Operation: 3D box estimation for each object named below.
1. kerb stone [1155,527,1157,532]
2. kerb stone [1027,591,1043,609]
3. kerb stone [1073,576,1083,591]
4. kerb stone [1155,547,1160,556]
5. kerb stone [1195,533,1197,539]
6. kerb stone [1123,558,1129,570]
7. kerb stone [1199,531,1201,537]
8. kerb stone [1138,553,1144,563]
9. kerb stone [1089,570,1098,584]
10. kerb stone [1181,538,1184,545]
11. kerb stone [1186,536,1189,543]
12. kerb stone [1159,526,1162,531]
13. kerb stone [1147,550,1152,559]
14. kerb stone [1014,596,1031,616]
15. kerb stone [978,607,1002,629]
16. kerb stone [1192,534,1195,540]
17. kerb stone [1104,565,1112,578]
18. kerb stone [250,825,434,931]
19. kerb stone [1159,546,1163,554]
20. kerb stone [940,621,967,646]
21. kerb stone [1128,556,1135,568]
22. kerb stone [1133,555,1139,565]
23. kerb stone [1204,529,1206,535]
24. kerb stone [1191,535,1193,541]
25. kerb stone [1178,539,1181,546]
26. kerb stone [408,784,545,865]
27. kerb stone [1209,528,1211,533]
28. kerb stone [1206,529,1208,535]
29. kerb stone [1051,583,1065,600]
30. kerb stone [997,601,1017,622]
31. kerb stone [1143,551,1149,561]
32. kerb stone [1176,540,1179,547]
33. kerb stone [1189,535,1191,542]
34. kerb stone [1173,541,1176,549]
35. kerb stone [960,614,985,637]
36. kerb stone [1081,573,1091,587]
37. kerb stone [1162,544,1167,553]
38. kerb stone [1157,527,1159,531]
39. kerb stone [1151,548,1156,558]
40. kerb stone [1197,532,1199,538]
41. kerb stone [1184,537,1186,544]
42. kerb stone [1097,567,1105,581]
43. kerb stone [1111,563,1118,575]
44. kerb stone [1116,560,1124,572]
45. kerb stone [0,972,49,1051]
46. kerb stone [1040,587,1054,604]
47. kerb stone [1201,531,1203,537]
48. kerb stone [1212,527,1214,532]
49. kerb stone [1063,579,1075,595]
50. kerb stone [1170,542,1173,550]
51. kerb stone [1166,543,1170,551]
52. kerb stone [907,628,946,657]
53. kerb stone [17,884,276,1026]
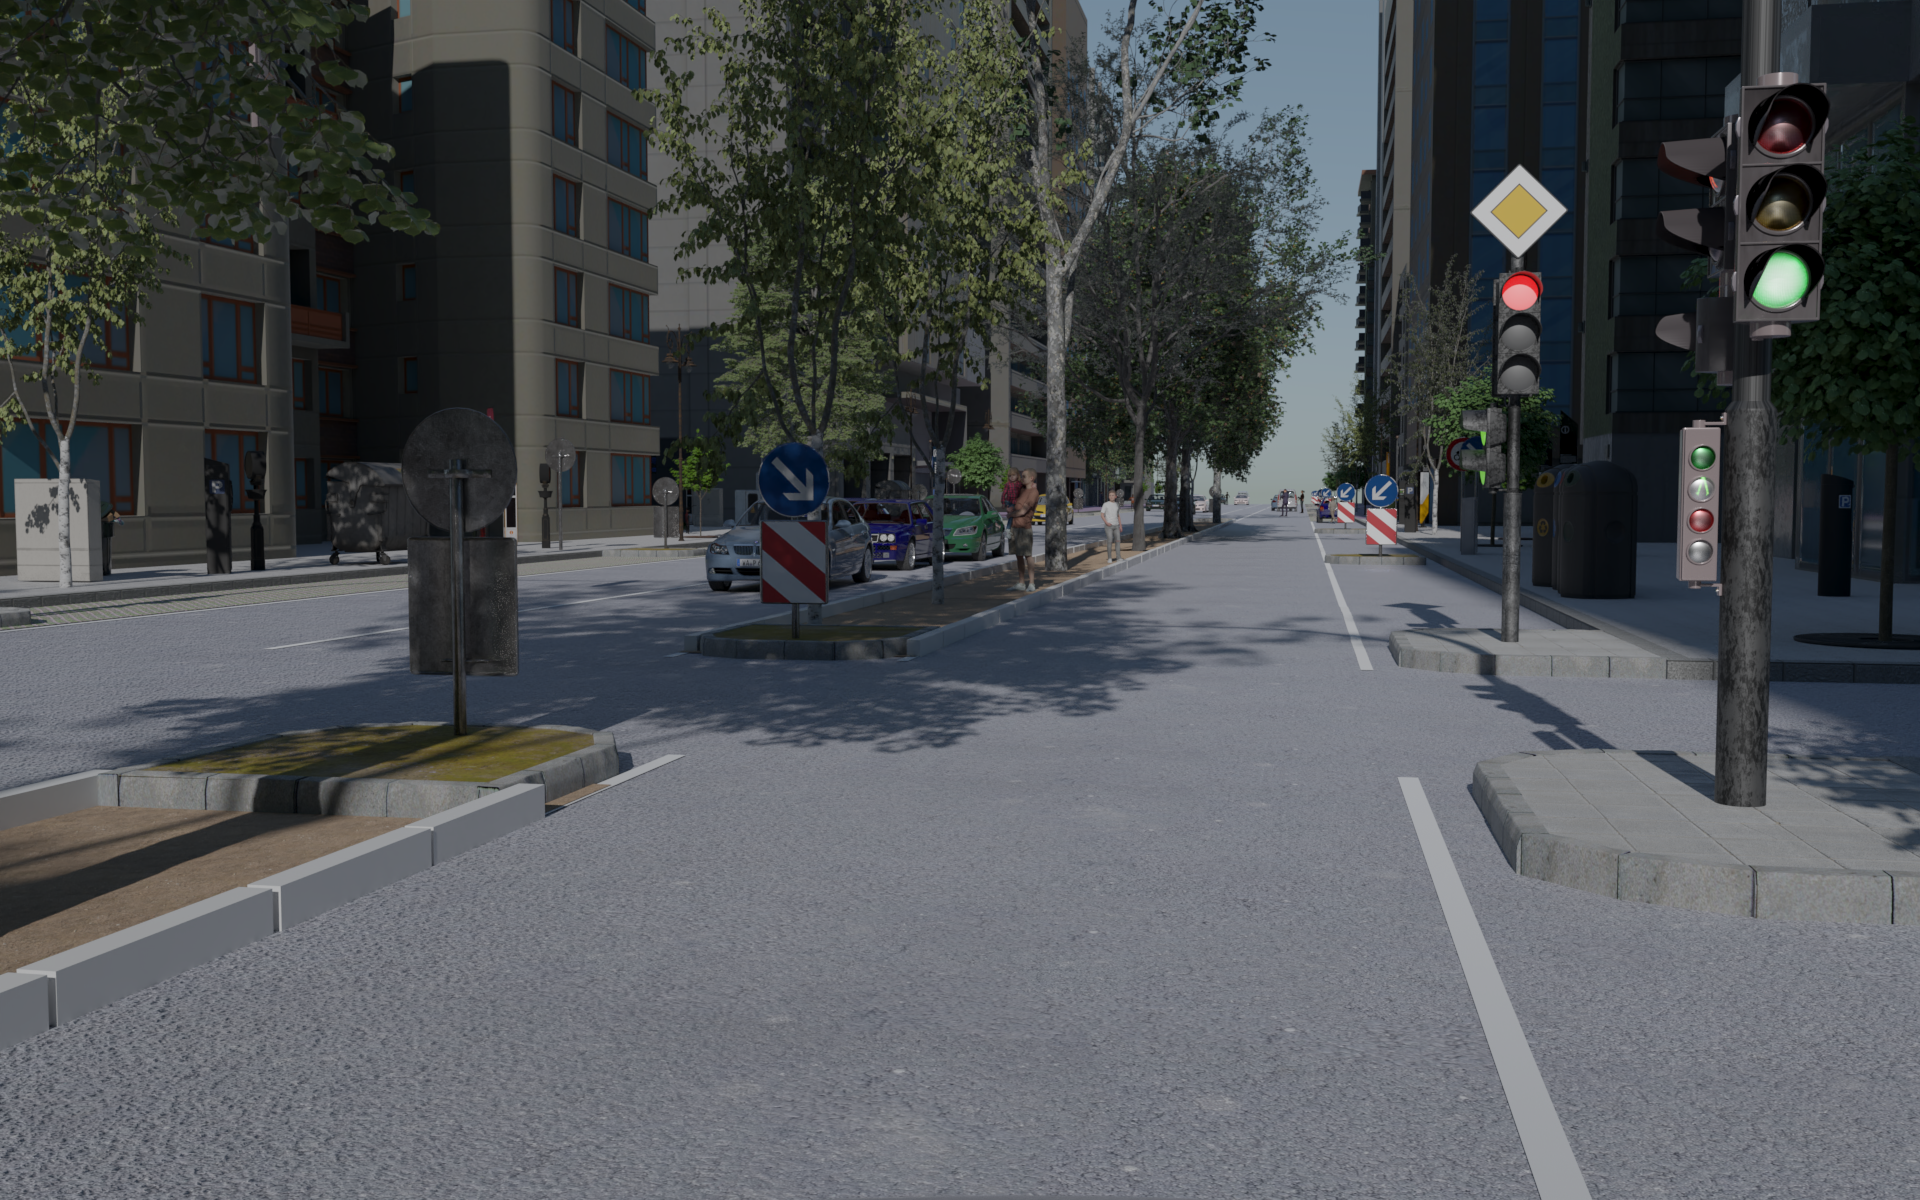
[{"bbox_3d":[7.147,-2.584,64.444,0.120,0.150,1.000,1,4,11],"label":"kerb stone"},{"bbox_3d":[0.873,0.027,21.750,0.120,0.150,1.000,1,4,11],"label":"kerb stone"},{"bbox_3d":[1.668,-0.219,25.774,0.120,0.150,1.000,1,4,11],"label":"kerb stone"},{"bbox_3d":[4.434,-1.080,39.859,0.120,0.150,1.000,1,4,11],"label":"kerb stone"},{"bbox_3d":[7.218,-1.943,53.956,0.120,0.150,1.000,1,4,11],"label":"kerb stone"},{"bbox_3d":[3.055,-0.647,32.818,0.120,0.150,1.000,1,4,11],"label":"kerb stone"},{"bbox_3d":[7.620,-2.066,55.968,0.120,0.150,1.000,1,4,11],"label":"kerb stone"},{"bbox_3d":[3.648,-0.832,35.832,0.120,0.150,1.000,1,4,11],"label":"kerb stone"},{"bbox_3d":[2.058,-0.341,27.790,0.120,0.150,1.000,1,4,11],"label":"kerb stone"},{"bbox_3d":[6.032,-1.574,47.926,0.120,0.150,1.000,1,4,11],"label":"kerb stone"},{"bbox_3d":[6.424,-1.697,49.937,0.120,0.150,1.000,1,4,11],"label":"kerb stone"},{"bbox_3d":[7.538,-2.707,66.451,0.120,0.150,1.000,1,4,11],"label":"kerb stone"},{"bbox_3d":[4.044,-0.957,37.850,0.120,0.150,1.000,1,4,11],"label":"kerb stone"},{"bbox_3d":[0.687,0.089,20.745,0.120,0.150,1.000,1,4,11],"label":"kerb stone"},{"bbox_3d":[0.278,0.212,18.733,0.120,0.150,1.000,1,4,11],"label":"kerb stone"},{"bbox_3d":[7.015,-1.881,52.952,0.120,0.150,1.000,1,4,11],"label":"kerb stone"},{"bbox_3d":[2.457,-0.464,29.798,0.120,0.150,1.000,1,4,11],"label":"kerb stone"},{"bbox_3d":[-2.186,0.981,6.172,0.120,0.150,1.000,1,4,11],"label":"kerb stone"},{"bbox_3d":[4.640,-1.138,40.868,0.120,0.150,1.000,1,4,11],"label":"kerb stone"},{"bbox_3d":[-0.114,0.334,16.727,0.120,0.150,1.000,1,4,11],"label":"kerb stone"},{"bbox_3d":[3.259,-0.708,33.820,0.120,0.150,1.000,1,4,11],"label":"kerb stone"},{"bbox_3d":[3.451,-0.773,34.829,0.120,0.150,1.000,1,4,11],"label":"kerb stone"},{"bbox_3d":[8.206,-2.250,58.978,0.120,0.150,1.000,1,4,11],"label":"kerb stone"},{"bbox_3d":[6.819,-1.817,51.944,0.120,0.150,1.000,1,4,11],"label":"kerb stone"},{"bbox_3d":[5.830,-1.512,46.915,0.120,0.150,1.000,1,4,11],"label":"kerb stone"},{"bbox_3d":[-1.991,0.919,7.176,0.120,0.150,1.000,1,4,11],"label":"kerb stone"},{"bbox_3d":[8.800,-2.435,62.012,0.120,0.150,1.000,1,4,11],"label":"kerb stone"},{"bbox_3d":[8.406,-2.312,59.990,0.120,0.150,1.000,1,4,11],"label":"kerb stone"},{"bbox_3d":[1.273,-0.096,23.762,0.120,0.150,1.000,1,4,11],"label":"kerb stone"},{"bbox_3d":[0.482,0.150,19.743,0.120,0.150,1.000,1,4,11],"label":"kerb stone"},{"bbox_3d":[3.855,-0.896,36.844,0.120,0.150,1.000,1,4,11],"label":"kerb stone"},{"bbox_3d":[5.629,-1.450,45.901,0.120,0.150,1.000,1,4,11],"label":"kerb stone"},{"bbox_3d":[6.622,-1.758,50.941,0.120,0.150,1.000,1,4,11],"label":"kerb stone"},{"bbox_3d":[5.434,-1.389,44.898,0.120,0.150,1.000,1,4,11],"label":"kerb stone"},{"bbox_3d":[0.084,0.276,17.730,0.120,0.150,1.000,1,4,11],"label":"kerb stone"},{"bbox_3d":[1.869,-0.275,26.786,0.120,0.150,1.000,1,4,11],"label":"kerb stone"},{"bbox_3d":[4.842,-1.204,41.877,0.120,0.150,1.000,1,4,11],"label":"kerb stone"},{"bbox_3d":[7.341,-2.645,65.448,0.120,0.150,1.000,1,4,11],"label":"kerb stone"},{"bbox_3d":[4.245,-1.019,38.852,0.120,0.150,1.000,1,4,11],"label":"kerb stone"},{"bbox_3d":[7.417,-2.004,54.960,0.120,0.150,1.000,1,4,11],"label":"kerb stone"},{"bbox_3d":[6.226,-1.632,48.930,0.120,0.150,1.000,1,4,11],"label":"kerb stone"},{"bbox_3d":[2.254,-0.403,28.793,0.120,0.150,1.000,1,4,11],"label":"kerb stone"},{"bbox_3d":[2.655,-0.526,30.801,0.120,0.150,1.000,1,4,11],"label":"kerb stone"},{"bbox_3d":[2.856,-0.588,31.811,0.120,0.150,1.000,1,4,11],"label":"kerb stone"},{"bbox_3d":[-2.590,1.104,4.146,0.120,0.150,1.000,1,4,11],"label":"kerb stone"},{"bbox_3d":[1.073,-0.034,22.752,0.120,0.150,1.000,1,4,11],"label":"kerb stone"},{"bbox_3d":[7.807,-2.126,56.973,0.120,0.150,1.000,1,4,11],"label":"kerb stone"},{"bbox_3d":[9.201,-2.554,64.022,0.120,0.150,1.000,1,4,11],"label":"kerb stone"},{"bbox_3d":[1.481,-0.157,24.769,0.120,0.150,1.000,1,4,11],"label":"kerb stone"},{"bbox_3d":[5.232,-1.324,43.894,0.120,0.150,1.000,1,4,11],"label":"kerb stone"},{"bbox_3d":[5.048,-1.266,42.887,0.120,0.150,1.000,1,4,11],"label":"kerb stone"},{"bbox_3d":[-0.313,0.396,15.724,0.120,0.150,1.000,1,4,11],"label":"kerb stone"},{"bbox_3d":[-2.391,1.042,5.158,0.120,0.150,1.000,1,4,11],"label":"kerb stone"}]
